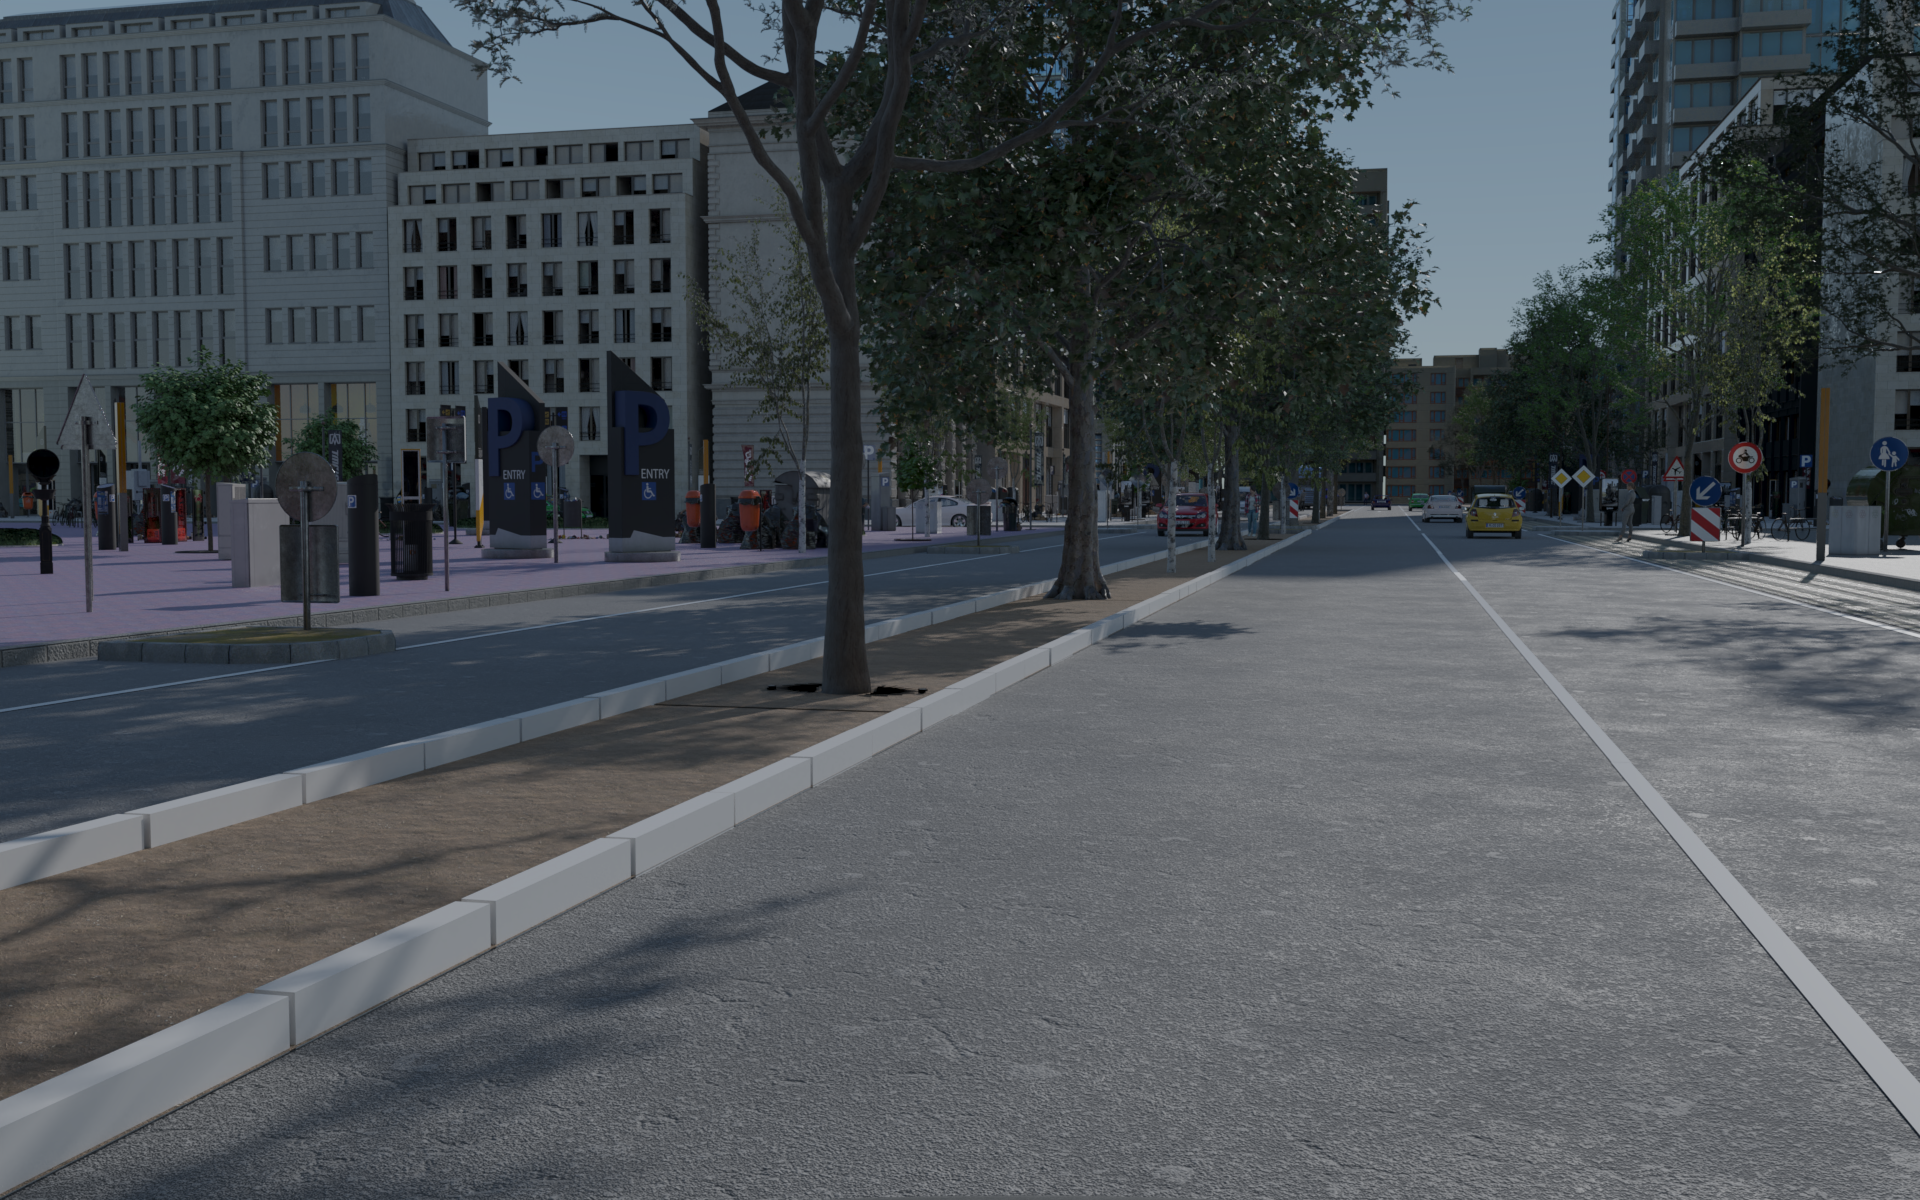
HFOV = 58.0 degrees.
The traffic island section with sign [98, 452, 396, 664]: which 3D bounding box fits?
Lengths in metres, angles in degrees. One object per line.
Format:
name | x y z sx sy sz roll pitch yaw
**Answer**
traffic island section with sign | -6.237 -0.426 15.594 1.989 1.847 2.006 1 4 14

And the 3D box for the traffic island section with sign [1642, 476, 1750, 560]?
traffic island section with sign | 16.284 -1.823 38.439 1.989 1.847 2.006 1 4 14

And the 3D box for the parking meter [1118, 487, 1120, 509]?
parking meter | 13.691 -8.703 148.000 0.255 1.863 0.399 3 4 37

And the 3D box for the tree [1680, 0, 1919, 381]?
tree | 16.014 -5.653 26.841 8.767 10.594 7.601 0 4 6

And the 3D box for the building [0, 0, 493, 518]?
building | -43.401 -19.765 100.646 29.804 29.767 11.434 1 4 14

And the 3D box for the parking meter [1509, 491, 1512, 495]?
parking meter | 42.010 -7.554 131.926 0.372 1.533 0.369 0 3 0

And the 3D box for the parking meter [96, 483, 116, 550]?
parking meter | -19.603 -1.918 39.777 0.372 1.533 0.369 0 3 0

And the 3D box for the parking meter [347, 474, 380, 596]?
parking meter | -7.535 -0.823 21.875 0.372 1.533 0.369 0 3 0

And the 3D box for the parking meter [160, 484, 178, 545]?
parking meter | -20.027 -2.168 43.855 0.372 1.533 0.369 0 3 0

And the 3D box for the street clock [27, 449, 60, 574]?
street clock | -14.692 -1.421 27.805 0.471 2.002 0.358 -2 4 -27

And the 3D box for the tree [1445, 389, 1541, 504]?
tree | 41.452 -11.880 128.654 7.601 10.594 8.767 2 4 34

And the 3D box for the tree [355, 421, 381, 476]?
tree | -23.040 -4.889 63.649 4.285 4.588 4.351 0 3 0

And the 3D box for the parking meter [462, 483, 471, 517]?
parking meter | -25.232 -5.060 88.447 0.255 1.863 0.399 3 4 38

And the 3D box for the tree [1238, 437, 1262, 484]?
tree | 19.918 -13.265 135.017 7.486 12.596 7.792 0 3 0

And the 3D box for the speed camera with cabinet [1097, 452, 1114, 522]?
speed camera with cabinet | 6.719 -5.268 80.474 0.660 3.252 2.038 1 4 16

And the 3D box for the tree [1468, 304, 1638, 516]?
tree | 34.648 -11.258 101.075 9.611 12.733 9.660 0 3 0

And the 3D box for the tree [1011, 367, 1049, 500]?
tree | 2.745 -8.426 88.122 4.737 8.622 4.395 0 3 0

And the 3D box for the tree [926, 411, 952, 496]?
tree | -1.261 -7.652 75.473 4.360 8.622 3.978 0 3 0

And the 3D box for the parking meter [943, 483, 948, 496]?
parking meter | -0.857 -5.214 90.962 0.399 1.863 0.255 3 5 44

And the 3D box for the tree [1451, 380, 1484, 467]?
tree | 28.366 -9.295 77.723 9.928 11.665 9.643 0 3 0

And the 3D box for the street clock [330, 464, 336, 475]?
street clock | -15.062 -2.242 41.232 0.471 2.002 0.358 3 5 42

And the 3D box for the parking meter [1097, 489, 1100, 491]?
parking meter | 6.907 -4.674 84.828 0.372 1.533 0.369 0 3 0

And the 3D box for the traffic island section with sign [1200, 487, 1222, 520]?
traffic island section with sign | 13.602 -5.327 95.730 1.989 1.847 2.006 1 4 14

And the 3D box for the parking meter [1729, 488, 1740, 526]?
parking meter | 30.766 -3.692 68.776 0.372 1.533 0.369 0 3 0

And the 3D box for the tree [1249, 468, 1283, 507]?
tree | 34.847 -12.960 195.608 4.285 4.588 4.351 0 3 0

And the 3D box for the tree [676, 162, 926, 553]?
tree | -3.655 -5.332 37.534 4.360 8.622 3.978 0 3 0

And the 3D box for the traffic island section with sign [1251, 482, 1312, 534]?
traffic island section with sign | 11.626 -3.349 62.889 2.006 1.907 1.989 1 4 14

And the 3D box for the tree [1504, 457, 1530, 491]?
tree | 47.069 -12.107 148.315 4.737 8.622 4.395 0 3 0

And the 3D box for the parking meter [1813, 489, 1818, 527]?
parking meter | 33.652 -3.635 67.851 0.372 1.533 0.369 0 3 0

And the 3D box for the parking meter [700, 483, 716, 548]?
parking meter | -5.990 -2.005 41.188 0.372 1.533 0.369 0 3 0

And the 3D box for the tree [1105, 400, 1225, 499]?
tree | 11.987 -11.244 101.966 7.486 12.596 7.792 0 3 0

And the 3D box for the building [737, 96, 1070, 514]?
building | -3.102 -19.513 123.550 19.350 26.468 34.151 1 4 14

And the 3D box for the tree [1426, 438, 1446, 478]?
tree | 62.293 -17.114 214.232 8.767 10.594 7.601 0 4 -3

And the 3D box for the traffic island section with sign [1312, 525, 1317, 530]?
traffic island section with sign | 13.416 -3.788 70.078 2.006 1.907 1.989 1 4 14

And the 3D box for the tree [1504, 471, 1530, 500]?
tree | 39.426 -7.804 122.200 1.663 3.219 1.824 0 3 0

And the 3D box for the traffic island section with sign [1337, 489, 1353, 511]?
traffic island section with sign | 31.464 -8.250 143.025 2.006 1.907 1.989 1 4 14

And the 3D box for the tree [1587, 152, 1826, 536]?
tree | 22.336 -7.759 52.621 9.928 11.665 9.643 0 3 0

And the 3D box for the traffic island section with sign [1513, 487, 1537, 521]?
traffic island section with sign | 29.499 -5.090 91.854 1.989 1.847 2.006 1 4 14

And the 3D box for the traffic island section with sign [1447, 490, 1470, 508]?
traffic island section with sign | 48.193 -9.709 167.364 1.989 1.847 2.006 1 4 14

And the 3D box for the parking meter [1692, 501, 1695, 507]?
parking meter | 36.569 -4.782 86.592 0.372 1.533 0.369 0 3 0

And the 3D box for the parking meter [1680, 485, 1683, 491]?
parking meter | 45.252 -6.280 108.383 0.255 1.863 0.399 0 4 5

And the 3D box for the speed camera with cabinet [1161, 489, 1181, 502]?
speed camera with cabinet | 14.197 -7.655 119.498 2.038 3.252 0.660 2 4 24

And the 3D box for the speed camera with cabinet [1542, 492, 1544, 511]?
speed camera with cabinet | 45.905 -8.558 134.264 2.038 3.252 0.660 1 4 23

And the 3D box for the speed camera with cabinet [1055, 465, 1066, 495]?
speed camera with cabinet | 6.842 -7.528 117.415 0.660 3.252 2.038 0 4 -4

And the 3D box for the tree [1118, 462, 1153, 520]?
tree | 8.716 -5.534 85.090 1.663 3.219 1.824 0 3 0

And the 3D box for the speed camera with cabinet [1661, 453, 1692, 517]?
speed camera with cabinet | 34.446 -5.438 83.251 0.660 3.252 2.038 0 4 -5

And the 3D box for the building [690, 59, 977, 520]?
building | -5.802 -16.319 95.700 11.050 23.489 19.941 1 4 14

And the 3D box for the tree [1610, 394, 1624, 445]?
tree | 44.611 -9.981 113.552 4.360 8.622 3.978 0 3 0

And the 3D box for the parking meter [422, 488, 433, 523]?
parking meter | -20.714 -3.608 67.397 0.372 1.533 0.369 0 3 0

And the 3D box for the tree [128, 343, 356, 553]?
tree | -16.473 -3.322 38.033 4.285 4.588 4.351 0 3 0

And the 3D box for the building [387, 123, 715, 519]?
building | -20.764 -14.678 94.736 16.860 20.320 10.420 1 4 14

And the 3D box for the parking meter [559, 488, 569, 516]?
parking meter | -16.098 -3.792 70.418 0.372 1.533 0.369 0 3 0

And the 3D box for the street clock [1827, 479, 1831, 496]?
street clock | 40.274 -4.655 80.675 0.471 2.002 0.358 2 4 29

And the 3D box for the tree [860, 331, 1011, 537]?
tree | -0.961 -6.170 51.235 4.737 8.622 4.395 0 3 0

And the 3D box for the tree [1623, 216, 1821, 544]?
tree | 20.216 -5.769 44.684 4.360 8.622 3.978 0 3 0

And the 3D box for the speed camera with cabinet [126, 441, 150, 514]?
speed camera with cabinet | -30.218 -4.317 64.926 0.660 3.252 2.038 2 4 29

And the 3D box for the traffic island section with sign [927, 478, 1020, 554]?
traffic island section with sign | 0.391 -2.061 42.320 1.989 1.847 2.006 1 4 14
